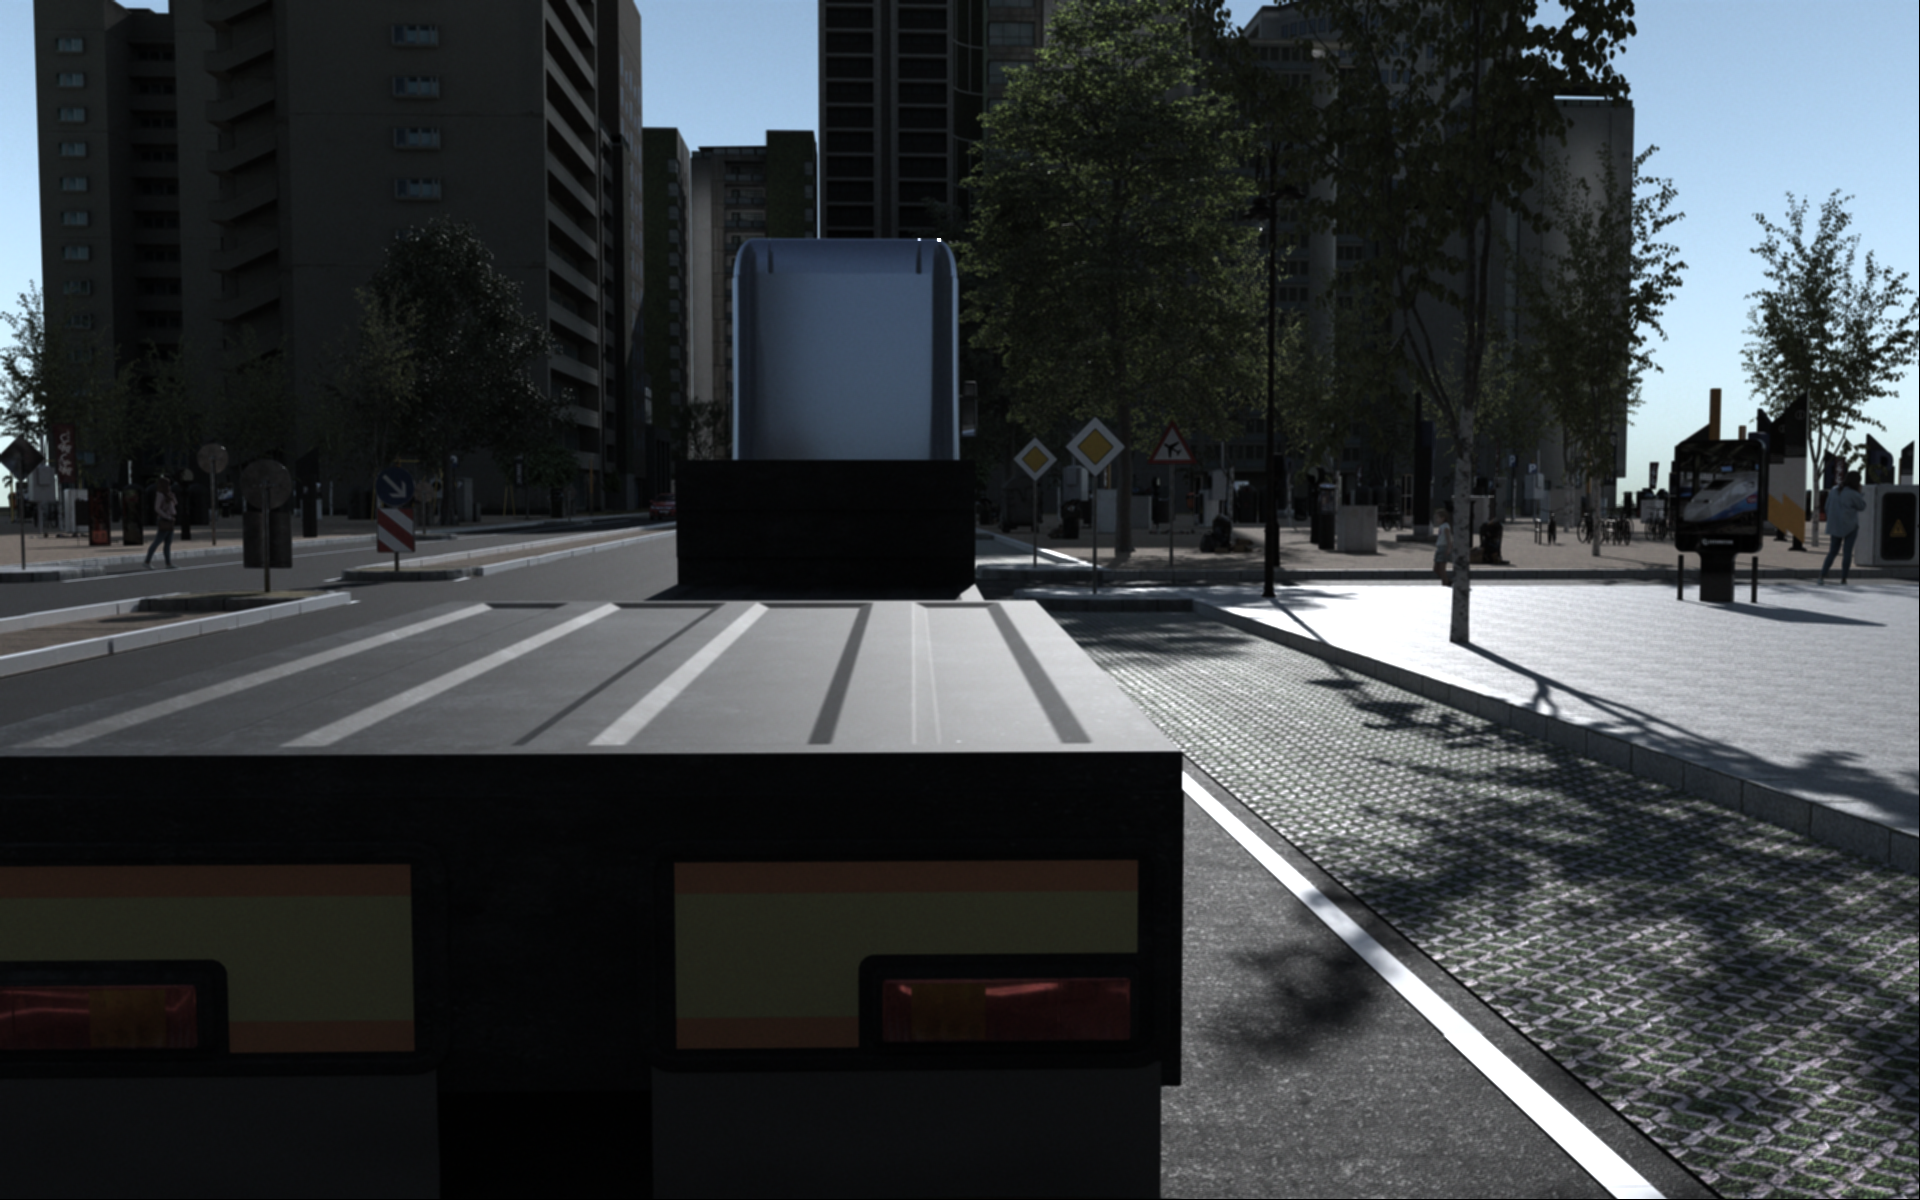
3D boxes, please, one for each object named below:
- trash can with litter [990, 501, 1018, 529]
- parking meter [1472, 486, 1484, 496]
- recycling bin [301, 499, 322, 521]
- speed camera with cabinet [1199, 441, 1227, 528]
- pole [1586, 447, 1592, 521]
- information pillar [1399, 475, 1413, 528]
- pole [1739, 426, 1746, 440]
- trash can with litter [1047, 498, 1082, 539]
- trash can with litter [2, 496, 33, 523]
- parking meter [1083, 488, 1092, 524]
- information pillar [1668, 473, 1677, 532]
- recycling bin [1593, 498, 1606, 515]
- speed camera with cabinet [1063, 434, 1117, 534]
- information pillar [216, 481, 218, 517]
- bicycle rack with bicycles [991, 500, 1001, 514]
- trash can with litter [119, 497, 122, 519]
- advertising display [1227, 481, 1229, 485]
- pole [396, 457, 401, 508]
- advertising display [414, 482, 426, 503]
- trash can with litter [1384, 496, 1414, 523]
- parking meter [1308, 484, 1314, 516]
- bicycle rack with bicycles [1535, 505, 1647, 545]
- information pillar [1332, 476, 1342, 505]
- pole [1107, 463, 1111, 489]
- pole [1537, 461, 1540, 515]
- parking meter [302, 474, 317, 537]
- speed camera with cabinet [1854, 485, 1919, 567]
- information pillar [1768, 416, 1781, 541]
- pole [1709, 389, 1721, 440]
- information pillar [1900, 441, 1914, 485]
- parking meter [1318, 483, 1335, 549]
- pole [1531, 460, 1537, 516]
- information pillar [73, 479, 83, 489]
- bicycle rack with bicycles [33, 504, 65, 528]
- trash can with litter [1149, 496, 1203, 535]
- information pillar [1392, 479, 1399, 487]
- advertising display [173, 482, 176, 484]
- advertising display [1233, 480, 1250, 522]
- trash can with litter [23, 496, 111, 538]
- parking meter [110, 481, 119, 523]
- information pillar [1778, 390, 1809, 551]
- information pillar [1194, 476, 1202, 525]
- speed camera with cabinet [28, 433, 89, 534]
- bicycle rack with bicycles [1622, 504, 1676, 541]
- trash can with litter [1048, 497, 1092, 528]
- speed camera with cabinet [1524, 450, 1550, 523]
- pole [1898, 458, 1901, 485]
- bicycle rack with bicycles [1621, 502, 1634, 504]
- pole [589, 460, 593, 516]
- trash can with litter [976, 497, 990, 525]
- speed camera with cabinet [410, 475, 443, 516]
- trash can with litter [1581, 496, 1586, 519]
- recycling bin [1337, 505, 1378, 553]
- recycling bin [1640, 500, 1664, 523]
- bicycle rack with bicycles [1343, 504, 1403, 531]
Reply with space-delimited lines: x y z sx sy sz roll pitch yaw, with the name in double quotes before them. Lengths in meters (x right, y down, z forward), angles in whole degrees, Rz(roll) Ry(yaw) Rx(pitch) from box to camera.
"trash can with litter" 1.713 -3.155 62.967 0.624 1.170 1.055 -2 4 -27
"parking meter" 17.336 -3.031 57.975 0.372 1.533 0.369 0 3 0
"recycling bin" -30.984 -4.293 82.738 0.722 1.027 0.722 1 4 9
"speed camera with cabinet" 9.593 -4.373 65.833 0.660 3.252 2.038 0 4 -6
"pole" 26.472 -4.836 72.912 0.158 3.312 0.155 0 3 0
"information pillar" 16.894 -3.730 65.483 0.304 2.012 0.304 -1 4 -15
"pole" 23.339 -3.542 51.754 0.158 3.312 0.155 0 3 0
"trash can with litter" 2.951 -2.327 49.426 1.055 1.170 0.624 3 5 41
"trash can with litter" -41.748 -4.013 76.663 1.678 1.210 2.233 -1 4 -14
"parking meter" 5.464 -4.014 74.037 0.372 1.533 0.369 0 3 0
"information pillar" 24.465 -3.355 59.339 0.304 2.012 0.304 2 4 33
"recycling bin" 38.651 -5.631 104.627 0.722 1.027 0.722 1 4 22
"speed camera with cabinet" 4.397 -3.800 56.464 2.038 3.252 0.660 2 4 29
"information pillar" -40.428 -5.462 93.798 0.304 2.012 0.304 0 4 8
"bicycle rack with bicycles" 2.377 -5.502 103.342 2.925 0.926 2.852 -2 4 -33
"trash can with litter" -42.770 -4.655 87.162 1.678 1.210 2.233 0 4 4
"advertising display" 13.826 -5.073 88.164 0.123 1.923 0.974 -2 4 -27
"pole" -27.076 -5.486 83.543 0.158 3.312 0.155 0 3 0
"advertising display" -28.647 -5.303 91.923 0.974 1.923 0.123 3 5 41
"trash can with litter" 19.821 -4.085 77.844 2.233 1.210 1.678 1 4 22
"parking meter" 20.203 -5.739 99.539 0.399 1.863 0.255 -3 5 -43
"bicycle rack with bicycles" 15.911 -1.902 44.483 2.852 0.926 2.925 1 4 16
"information pillar" 15.344 -4.040 70.545 0.304 2.012 0.304 2 4 31
"pole" 7.528 -5.746 87.786 0.158 3.312 0.155 0 3 0
"pole" 35.503 -6.891 106.507 0.158 3.312 0.155 0 3 0
"parking meter" -19.312 -2.795 51.402 0.399 1.863 0.255 2 4 32
"speed camera with cabinet" 16.961 -2.220 30.634 2.038 3.252 0.660 0 4 -8
"information pillar" 22.459 -3.434 47.494 0.504 3.616 0.183 2 4 26
"pole" 14.612 -2.431 33.584 0.158 3.312 0.155 0 3 0
"information pillar" 41.286 -5.147 75.501 0.504 3.616 0.183 1 4 18
"parking meter" 8.540 -1.951 40.302 0.372 1.533 0.369 0 3 0
"pole" 33.779 -6.630 102.246 0.158 3.312 0.155 0 3 0
"information pillar" -42.223 -4.798 82.937 0.304 2.012 0.304 0 4 7
"bicycle rack with bicycles" -33.941 -3.213 65.922 2.852 0.926 2.925 -2 4 -30
"trash can with litter" 6.987 -2.741 55.872 2.233 1.210 1.678 -1 4 -23
"information pillar" 21.933 -5.052 87.099 0.304 2.012 0.304 -1 4 -13
"advertising display" -40.286 -5.177 89.861 0.123 1.923 0.974 3 4 39
"advertising display" 13.110 -4.629 80.904 0.974 1.923 0.123 -2 4 -30
"trash can with litter" -26.394 -2.465 51.357 2.233 1.210 1.678 -2 4 -34
"parking meter" -38.156 -4.433 78.197 0.255 1.863 0.399 -3 5 -40
"information pillar" 18.919 -2.926 39.197 0.504 3.616 0.183 3 5 44
"information pillar" 9.752 -4.064 70.933 0.304 2.012 0.304 1 4 14
"speed camera with cabinet" -29.298 -3.812 56.667 2.038 3.252 0.660 -3 5 -43
"bicycle rack with bicycles" 19.388 -2.192 49.229 2.852 0.926 2.925 3 5 44
"trash can with litter" 4.390 -3.313 65.224 2.233 1.210 1.678 2 4 35
"speed camera with cabinet" 26.404 -5.134 78.271 2.038 3.252 0.660 -2 4 -32
"pole" 53.235 -6.376 98.092 0.158 3.312 0.155 0 3 0
"bicycle rack with bicycles" 41.687 -5.692 106.449 2.925 0.926 2.852 2 4 28
"pole" -21.861 -6.659 102.711 0.158 3.312 0.155 0 3 0
"trash can with litter" 1.119 -3.684 71.613 0.624 1.170 1.055 2 4 34
"speed camera with cabinet" -30.954 -6.462 99.993 2.038 3.252 0.660 -1 4 -20
"trash can with litter" 31.847 -4.704 88.290 0.624 1.170 1.055 0 4 5
"recycling bin" 8.773 -1.573 38.267 0.722 1.027 0.722 0 4 -3
"recycling bin" 30.463 -3.894 76.218 0.722 1.027 0.722 -3 4 -39
"bicycle rack with bicycles" 14.571 -2.929 61.272 2.925 0.926 2.852 -2 4 -30
